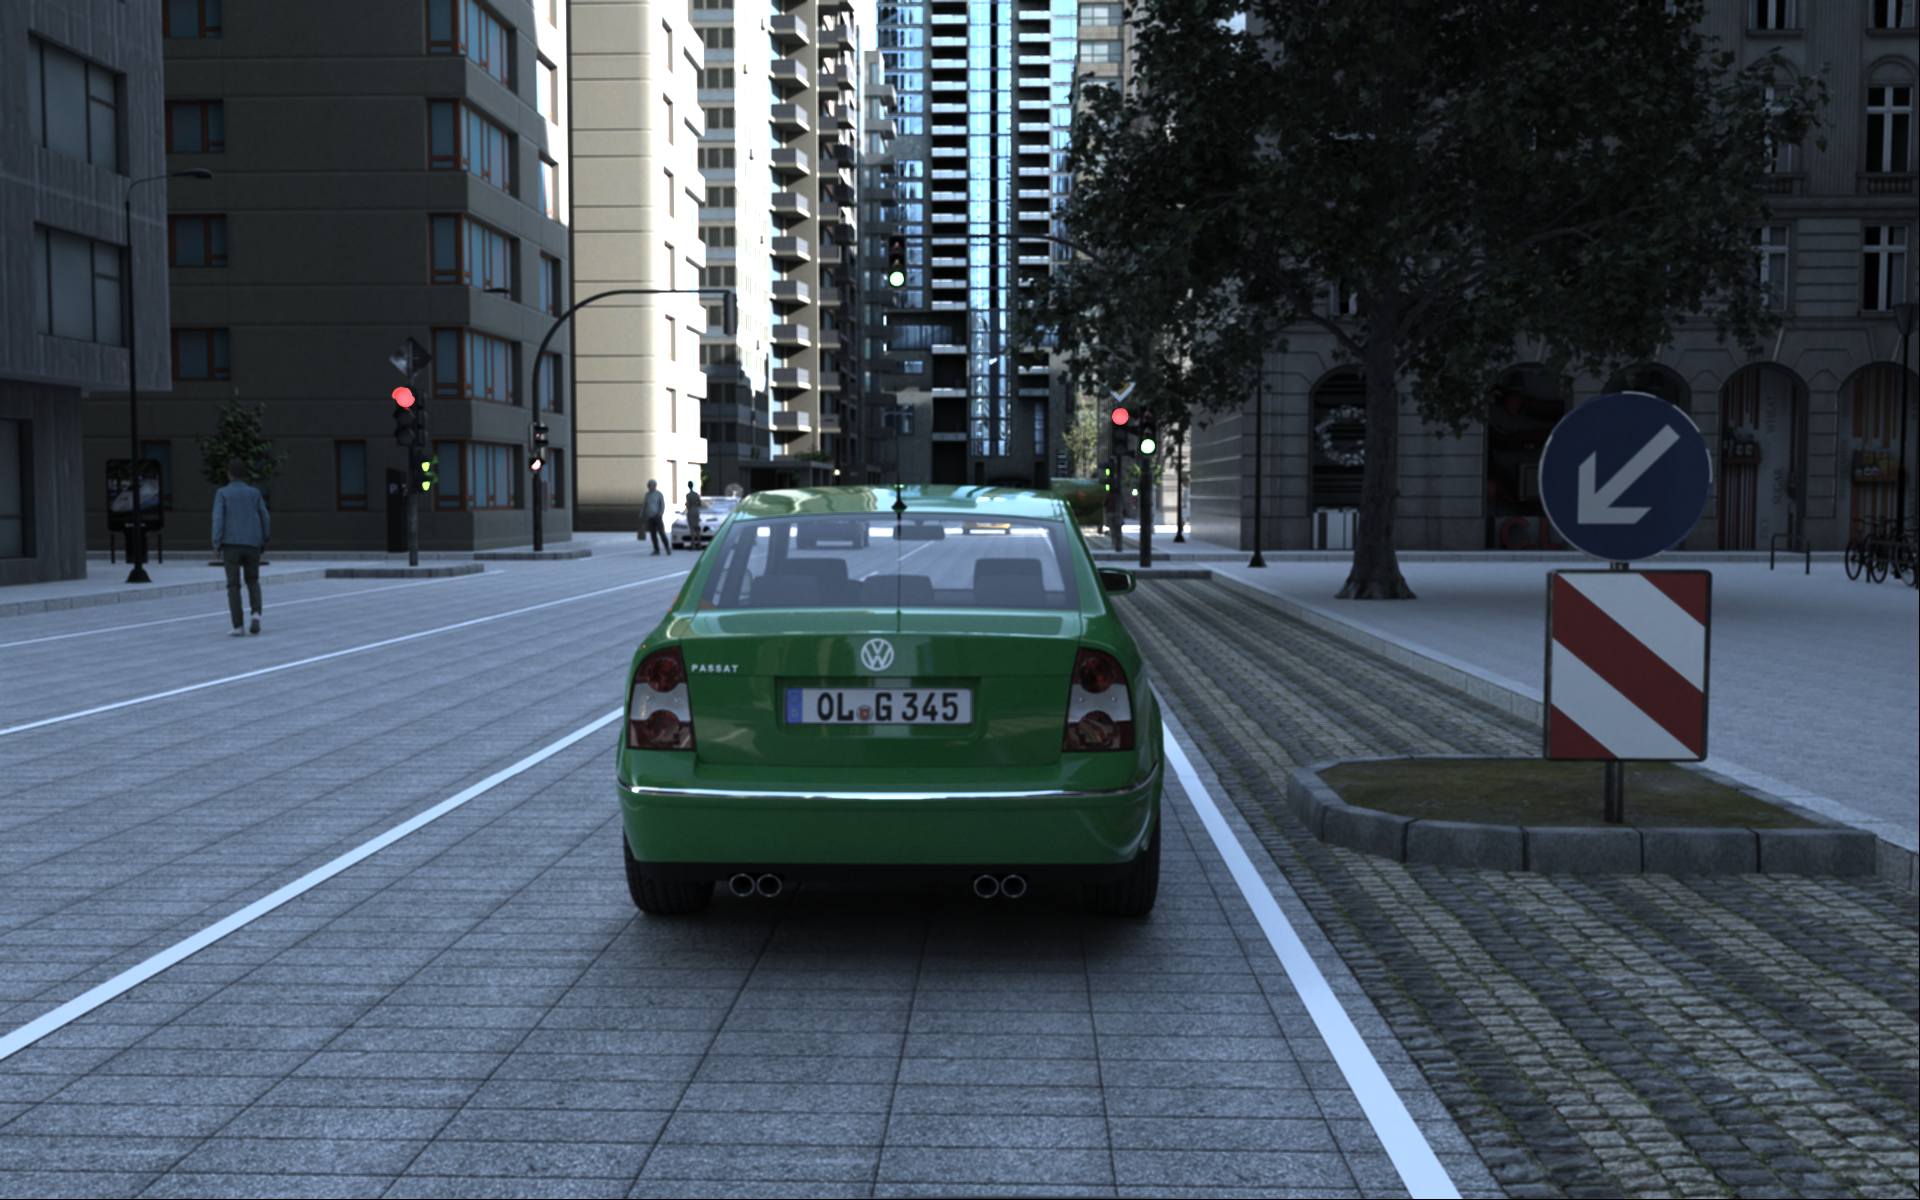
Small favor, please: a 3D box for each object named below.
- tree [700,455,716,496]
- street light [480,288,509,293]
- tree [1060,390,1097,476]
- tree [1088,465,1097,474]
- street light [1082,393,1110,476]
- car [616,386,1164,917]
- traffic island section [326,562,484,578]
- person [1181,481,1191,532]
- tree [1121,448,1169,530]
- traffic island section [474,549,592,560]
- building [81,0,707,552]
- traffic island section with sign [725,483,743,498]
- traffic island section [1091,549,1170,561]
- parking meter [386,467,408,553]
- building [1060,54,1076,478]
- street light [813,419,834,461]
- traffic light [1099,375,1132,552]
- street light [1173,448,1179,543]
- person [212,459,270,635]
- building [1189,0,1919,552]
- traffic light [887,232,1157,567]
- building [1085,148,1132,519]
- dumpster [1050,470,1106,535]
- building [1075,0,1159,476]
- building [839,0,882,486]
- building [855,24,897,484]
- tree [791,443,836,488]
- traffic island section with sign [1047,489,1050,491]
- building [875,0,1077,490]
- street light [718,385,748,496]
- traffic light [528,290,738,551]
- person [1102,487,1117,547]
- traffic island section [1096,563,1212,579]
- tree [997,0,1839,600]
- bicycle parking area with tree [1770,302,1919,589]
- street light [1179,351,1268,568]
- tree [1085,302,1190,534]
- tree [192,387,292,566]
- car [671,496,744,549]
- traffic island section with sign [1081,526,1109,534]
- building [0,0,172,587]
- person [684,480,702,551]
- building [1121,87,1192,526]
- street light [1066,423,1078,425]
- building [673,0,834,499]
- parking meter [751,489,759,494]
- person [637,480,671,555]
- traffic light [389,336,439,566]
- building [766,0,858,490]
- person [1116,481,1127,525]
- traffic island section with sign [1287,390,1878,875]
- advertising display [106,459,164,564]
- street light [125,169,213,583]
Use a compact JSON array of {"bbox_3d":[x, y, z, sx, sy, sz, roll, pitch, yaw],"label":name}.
[{"bbox_3d":[-11.385,-4.944,75.444,1.663,3.219,1.824,0,3,0],"label":"tree"},{"bbox_3d":[-10.837,-4.072,39.123,1.470,5.913,1.316,0,4,2],"label":"street light"},{"bbox_3d":[8.921,-10.333,119.307,4.737,8.622,4.395,0,3,0],"label":"tree"},{"bbox_3d":[9.147,-7.410,115.750,1.663,3.219,1.824,0,3,0],"label":"tree"},{"bbox_3d":[6.305,-6.534,79.376,1.470,5.913,1.316,0,4,2],"label":"street light"},{"bbox_3d":[-0.193,0.095,7.249,1.959,1.807,4.718,0,4,1],"label":"car"},{"bbox_3d":[-9.763,-0.527,30.897,2.009,0.180,2.903,0,4,2],"label":"traffic island section"},{"bbox_3d":[7.526,-3.112,57.269,0.624,1.780,0.694,1,4,21],"label":"person"},{"bbox_3d":[6.526,-4.104,61.701,1.663,3.219,1.824,0,3,0],"label":"tree"},{"bbox_3d":[-9.488,-1.015,38.878,2.009,0.180,2.903,0,4,2],"label":"traffic island section"},{"bbox_3d":[-24.162,-12.710,52.850,27.650,21.520,28.899,0,4,2],"label":"building"},{"bbox_3d":[-8.303,-3.353,63.455,1.989,1.847,2.006,0,4,2],"label":"traffic island section with sign"},{"bbox_3d":[3.545,-0.987,38.425,2.009,0.180,2.903,0,4,2],"label":"traffic island section"},{"bbox_3d":[-12.305,-1.968,37.881,0.399,1.863,0.255,1,4,12],"label":"parking meter"},{"bbox_3d":[22.209,-33.858,173.183,23.786,49.044,30.456,0,4,2],"label":"building"},{"bbox_3d":[-8.523,-8.260,107.584,1.470,5.913,1.316,0,4,2],"label":"street light"},{"bbox_3d":[3.506,-3.021,38.313,0.839,4.253,0.868,0,4,2],"label":"traffic light"},{"bbox_3d":[5.278,-4.481,45.812,1.470,5.913,1.316,0,4,2],"label":"street light"},{"bbox_3d":[-7.272,-0.531,17.528,0.601,1.785,0.444,-3,4,-38],"label":"person"},{"bbox_3d":[18.053,-12.355,43.812,24.055,21.916,13.314,0,4,2],"label":"building"},{"bbox_3d":[1.137,-3.400,30.263,4.771,5.953,1.251,0,4,2],"label":"traffic light"},{"bbox_3d":[14.391,-15.863,101.168,13.314,21.916,24.055,0,4,2],"label":"building"},{"bbox_3d":[4.112,-3.402,60.574,1.985,2.255,1.502,0,3,0],"label":"dumpster"},{"bbox_3d":[15.482,-27.147,127.448,14.154,41.232,14.086,0,4,2],"label":"building"},{"bbox_3d":[-17.597,-43.695,152.668,20.563,71.187,20.611,0,4,2],"label":"building"},{"bbox_3d":[-22.052,-34.165,178.207,30.456,49.044,23.786,0,4,2],"label":"building"},{"bbox_3d":[-9.477,-7.860,112.229,4.285,4.588,4.351,0,3,0],"label":"tree"},{"bbox_3d":[7.982,-9.690,167.059,1.989,1.847,2.006,0,4,2],"label":"traffic island section with sign"},{"bbox_3d":[2.027,-54.661,206.384,31.000,86.520,22.319,0,4,2],"label":"building"},{"bbox_3d":[-9.712,-6.195,73.822,1.470,5.913,1.316,0,4,2],"label":"street light"},{"bbox_3d":[-7.355,-3.917,38.705,4.771,5.953,1.251,0,4,2],"label":"traffic light"},{"bbox_3d":[4.066,-2.316,46.334,0.573,1.828,0.580,-1,4,-10],"label":"person"},{"bbox_3d":[3.270,-0.499,30.445,2.009,0.180,2.903,0,4,2],"label":"traffic island section"},{"bbox_3d":[5.260,-6.363,21.038,9.611,12.733,9.660,0,3,0],"label":"tree"},{"bbox_3d":[16.728,-2.361,25.605,8.231,4.147,9.016,1,4,21],"label":"bicycle parking area with tree"},{"bbox_3d":[4.686,-3.531,30.269,1.470,5.913,1.316,0,4,2],"label":"street light"},{"bbox_3d":[6.084,-6.390,54.844,4.360,8.622,3.978,0,3,0],"label":"tree"},{"bbox_3d":[-12.921,-2.243,31.276,1.663,3.219,1.824,0,3,0],"label":"tree"},{"bbox_3d":[-6.573,-2.101,46.715,2.083,1.381,4.827,0,4,1],"label":"car"},{"bbox_3d":[4.405,-3.343,63.288,1.989,1.847,2.006,0,4,2],"label":"traffic island section with sign"},{"bbox_3d":[-19.257,-20.692,21.913,14.086,41.232,14.154,0,4,2],"label":"building"},{"bbox_3d":[-6.731,-2.124,43.576,0.374,1.781,0.599,3,5,40],"label":"person"},{"bbox_3d":[13.442,-14.799,78.120,11.583,22.565,21.152,0,4,2],"label":"building"},{"bbox_3d":[7.572,-8.587,112.932,1.470,5.913,1.316,0,4,2],"label":"street light"},{"bbox_3d":[-23.595,-24.618,94.378,32.217,40.220,23.993,0,4,2],"label":"building"},{"bbox_3d":[-9.536,-4.406,80.453,0.372,1.533,0.369,0,3,0],"label":"parking meter"},{"bbox_3d":[-7.194,-1.930,40.541,0.782,1.767,0.515,2,4,24],"label":"person"},{"bbox_3d":[-9.724,-2.559,30.761,0.839,4.253,0.868,0,4,2],"label":"traffic light"},{"bbox_3d":[-19.397,-29.003,128.829,22.147,44.769,28.867,0,4,2],"label":"building"},{"bbox_3d":[6.477,-3.970,71.056,0.694,1.812,0.767,-1,4,-19],"label":"person"},{"bbox_3d":[2.482,0.072,7.453,1.989,1.847,2.006,0,4,2],"label":"traffic island section with sign"},{"bbox_3d":[-15.217,-1.636,31.966,0.974,1.923,0.123,0,4,-4],"label":"advertising display"},{"bbox_3d":[-11.386,-3.205,24.945,1.470,5.913,1.316,0,4,2],"label":"street light"}]
